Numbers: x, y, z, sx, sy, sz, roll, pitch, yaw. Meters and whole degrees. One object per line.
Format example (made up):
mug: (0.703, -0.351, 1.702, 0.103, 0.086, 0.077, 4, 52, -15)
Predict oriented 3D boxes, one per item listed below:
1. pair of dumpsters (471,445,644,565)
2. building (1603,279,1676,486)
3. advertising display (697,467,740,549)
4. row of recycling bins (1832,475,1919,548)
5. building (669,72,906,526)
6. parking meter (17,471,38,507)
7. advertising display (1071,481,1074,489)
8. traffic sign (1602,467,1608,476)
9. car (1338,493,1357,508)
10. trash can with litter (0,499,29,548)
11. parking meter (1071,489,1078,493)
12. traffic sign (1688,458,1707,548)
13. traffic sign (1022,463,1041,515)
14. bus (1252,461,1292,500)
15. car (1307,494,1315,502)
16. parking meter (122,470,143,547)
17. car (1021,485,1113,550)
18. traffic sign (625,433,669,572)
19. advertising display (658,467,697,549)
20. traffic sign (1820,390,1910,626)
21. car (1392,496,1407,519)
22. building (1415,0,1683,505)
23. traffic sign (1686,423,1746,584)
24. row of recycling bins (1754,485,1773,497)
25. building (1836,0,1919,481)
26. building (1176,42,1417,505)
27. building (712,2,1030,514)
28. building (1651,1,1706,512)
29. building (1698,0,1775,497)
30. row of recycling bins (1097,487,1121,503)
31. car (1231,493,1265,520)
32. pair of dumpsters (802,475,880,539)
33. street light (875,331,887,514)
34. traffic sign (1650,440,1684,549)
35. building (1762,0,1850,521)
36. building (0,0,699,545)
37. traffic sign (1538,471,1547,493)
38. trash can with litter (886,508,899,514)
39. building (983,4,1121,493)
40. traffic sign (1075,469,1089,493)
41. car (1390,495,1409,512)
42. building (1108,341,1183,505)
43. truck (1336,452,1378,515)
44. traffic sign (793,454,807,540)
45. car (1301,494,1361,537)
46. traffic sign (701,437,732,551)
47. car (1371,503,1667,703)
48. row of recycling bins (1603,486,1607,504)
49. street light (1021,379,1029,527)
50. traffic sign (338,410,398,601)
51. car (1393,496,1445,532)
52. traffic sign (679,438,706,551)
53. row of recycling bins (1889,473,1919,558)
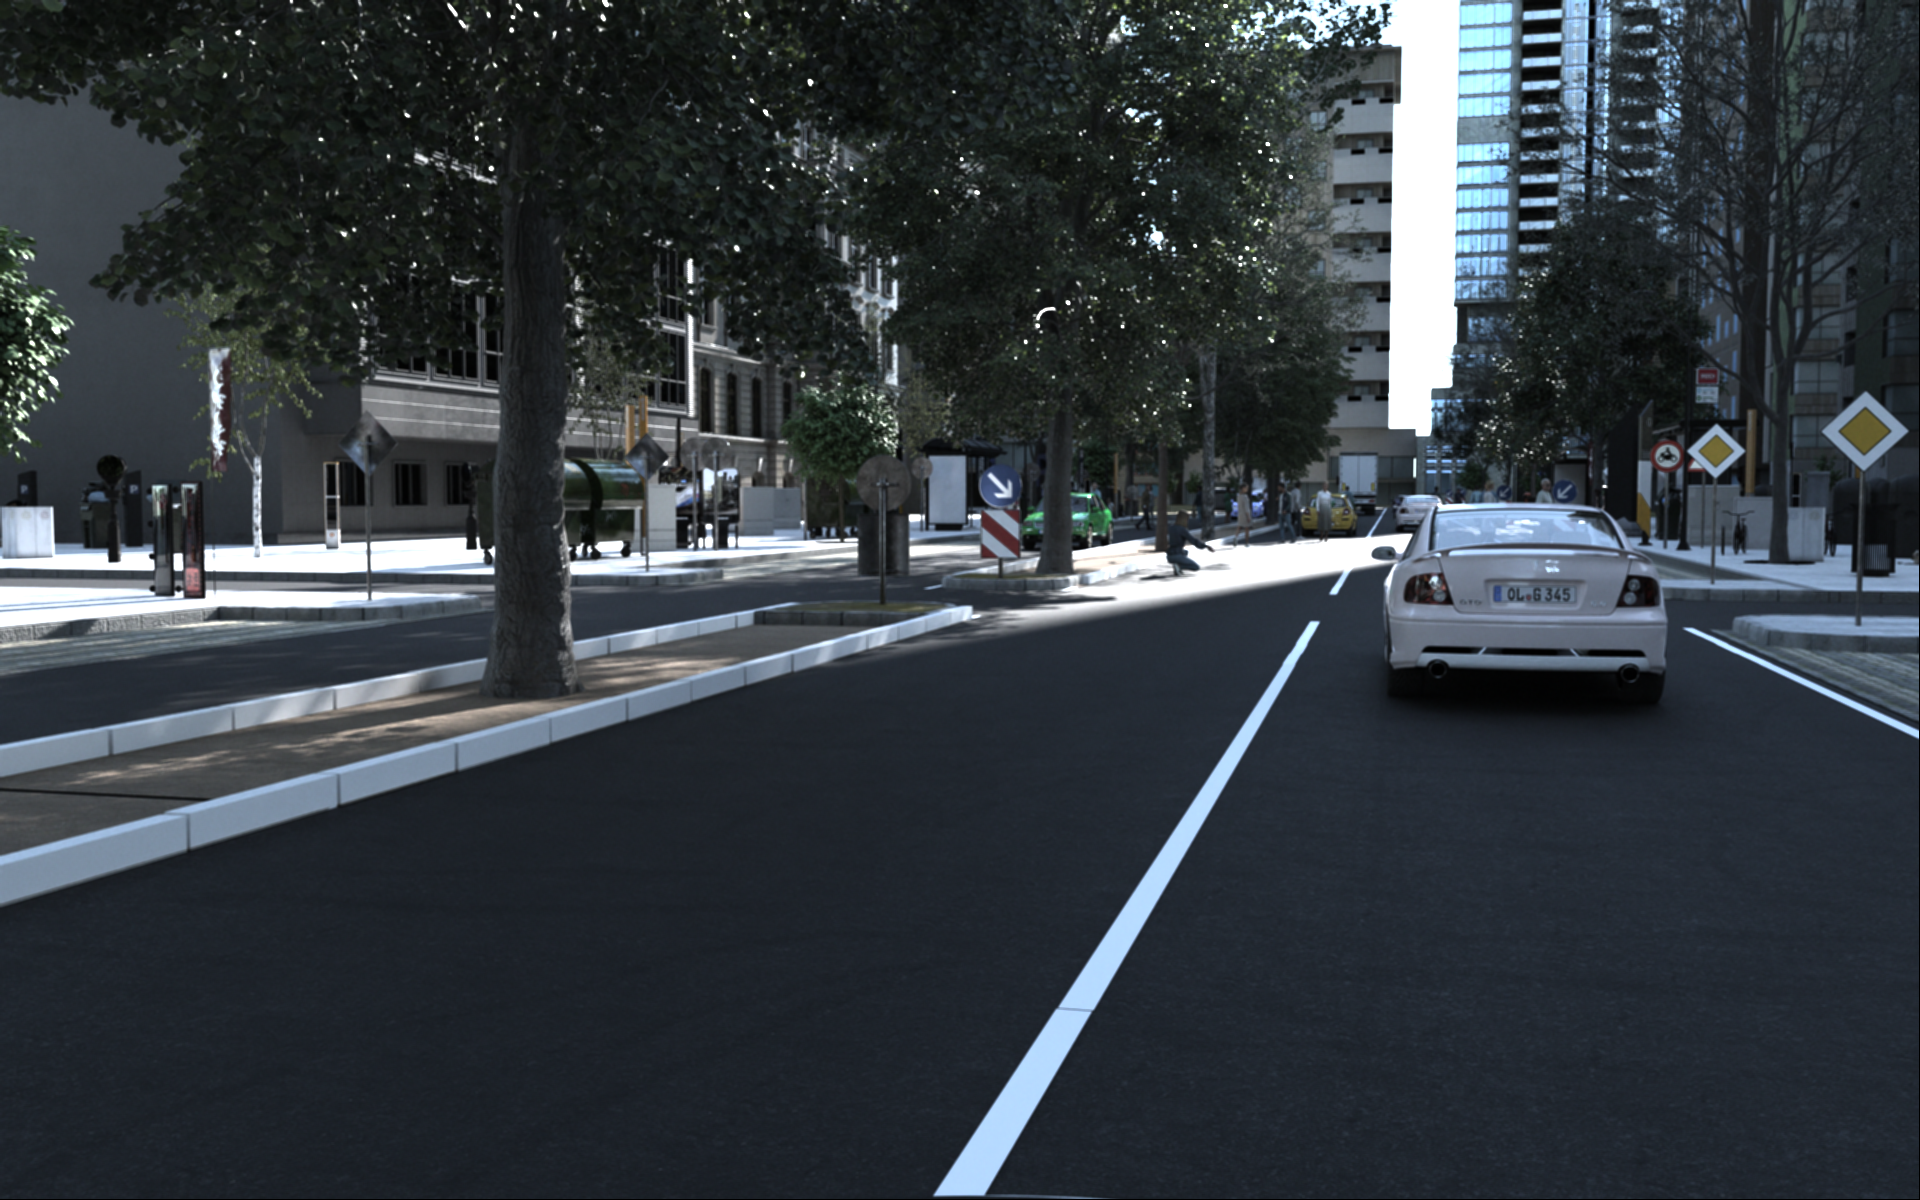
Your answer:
pair of dumpsters: (-7.656, -1.877, 33.176, 1.574, 2.255, 4.437, 1, 4, 14)
building: (67.680, -18.036, 139.930, 27.650, 21.520, 28.899, 1, 4, 14)
advertising display: (-5.630, -2.166, 40.628, 0.974, 1.923, 0.123, -2, 4, -34)
row of recycling bins: (23.899, -2.296, 44.654, 3.534, 1.692, 1.069, -2, 4, -28)
building: (-12.577, -16.195, 83.867, 14.460, 24.649, 34.723, 1, 4, 14)
parking meter: (-23.371, -2.307, 43.427, 0.399, 1.863, 0.255, 1, 4, 11)
advertising display: (5.312, -5.066, 88.048, 0.974, 1.923, 0.123, 1, 4, 12)
traffic sign: (21.886, -3.469, 57.910, 0.795, 2.450, 0.064, 1, 4, 23)
car: (24.384, -6.241, 110.841, 1.959, 1.807, 4.718, 1, 4, 14)
trash can with litter: (-22.754, -1.839, 41.453, 1.055, 1.170, 0.624, 2, 4, 34)
parking meter: (5.518, -4.575, 83.212, 0.372, 1.533, 0.369, 0, 3, 0)
traffic sign: (17.620, -2.510, 41.050, 0.884, 2.594, 0.081, 1, 4, 22)
traffic sign: (2.894, -4.300, 70.417, 0.768, 2.556, 0.104, 1, 4, 19)
bus: (23.029, -8.350, 128.073, 2.896, 3.916, 12.252, 1, 4, 13)
car: (19.527, -5.126, 92.611, 1.959, 1.807, 4.718, 1, 4, 14)
parking meter: (-20.078, -2.220, 42.011, 0.399, 1.863, 0.255, -3, 5, -40)
car: (2.891, -2.280, 46.078, 1.959, 1.807, 4.718, 1, 4, 16)
traffic sign: (-5.159, -1.522, 28.535, 0.795, 2.450, 0.064, 1, 4, 14)
advertising display: (-6.577, -2.167, 40.645, 0.974, 1.923, 0.123, -1, 4, -22)
traffic sign: (8.744, -0.805, 16.802, 0.795, 2.450, 0.064, 1, 4, 14)
car: (26.435, -5.469, 101.994, 1.945, 1.354, 3.894, 1, 4, 14)
building: (67.770, -53.931, 194.445, 31.000, 86.520, 22.319, 1, 4, 14)
traffic sign: (10.689, -1.279, 24.548, 0.795, 2.450, 0.064, 1, 4, 14)
row of recycling bins: (36.033, -4.293, 77.311, 1.069, 1.692, 3.534, 2, 4, 31)
building: (39.988, -17.817, 63.017, 14.160, 30.474, 14.107, 1, 4, 14)
building: (40.237, -37.717, 205.904, 27.495, 52.752, 28.713, 1, 4, 14)
building: (-11.705, -26.164, 119.655, 32.217, 40.220, 23.993, 1, 4, 14)
building: (58.296, -41.409, 115.289, 20.563, 71.187, 20.611, 1, 4, 14)
building: (51.089, -27.457, 99.034, 14.600, 45.320, 14.200, 1, 4, 14)
row of recycling bins: (8.636, -5.763, 101.343, 1.069, 1.692, 3.534, 1, 4, 21)
car: (16.176, -5.375, 97.476, 1.945, 1.707, 3.694, 1, 4, 13)
pair of dumpsters: (-3.322, -2.985, 51.298, 1.574, 2.255, 4.437, 1, 4, 14)
street light: (-1.791, -4.613, 47.966, 1.470, 5.913, 1.316, 1, 4, 14)
traffic sign: (16.554, -2.475, 40.577, 0.768, 2.556, 0.104, 1, 4, 22)
building: (47.570, -24.557, 85.094, 14.154, 41.232, 14.086, 1, 4, 14)
building: (-19.322, -16.008, 55.239, 14.314, 27.812, 24.014, 1, 4, 14)
traffic sign: (32.041, -5.854, 95.820, 0.768, 2.556, 0.104, 1, 4, 22)
trash can with litter: (-2.437, -2.630, 54.384, 1.055, 1.170, 0.624, 1, 4, 15)
building: (-0.436, -34.688, 156.393, 27.495, 52.752, 28.713, 1, 4, 14)
traffic sign: (6.100, -5.299, 86.746, 0.768, 2.556, 0.104, 1, 4, 20)
car: (35.166, -7.635, 137.405, 1.945, 1.354, 3.894, 1, 4, 12)
building: (12.796, -22.526, 213.342, 28.899, 21.520, 27.650, 1, 4, 14)
truck: (27.643, -8.049, 120.508, 2.839, 4.237, 11.283, 1, 4, 12)
traffic sign: (-4.277, -2.921, 47.857, 0.768, 2.556, 0.104, 2, 4, 23)
car: (12.725, -3.016, 59.542, 2.015, 1.641, 3.980, 1, 4, 16)
traffic sign: (-5.459, -2.362, 38.726, 0.768, 2.556, 0.104, 1, 4, 22)
car: (4.247, -0.065, 13.420, 2.083, 1.381, 4.827, 1, 4, 14)
row of recycling bins: (33.515, -5.036, 89.447, 1.069, 1.692, 3.534, -2, 4, -32)
street light: (3.067, -5.793, 67.260, 1.470, 5.913, 1.316, 1, 4, 14)
traffic sign: (-7.105, -1.049, 20.790, 0.795, 2.450, 0.064, 1, 4, 14)
car: (17.702, -3.313, 66.524, 2.083, 1.381, 4.827, 1, 4, 13)
traffic sign: (-5.986, -2.383, 39.073, 0.768, 2.556, 0.104, 1, 4, 16)
row of recycling bins: (20.273, -1.730, 35.403, 3.534, 1.692, 1.069, -2, 4, -27)
